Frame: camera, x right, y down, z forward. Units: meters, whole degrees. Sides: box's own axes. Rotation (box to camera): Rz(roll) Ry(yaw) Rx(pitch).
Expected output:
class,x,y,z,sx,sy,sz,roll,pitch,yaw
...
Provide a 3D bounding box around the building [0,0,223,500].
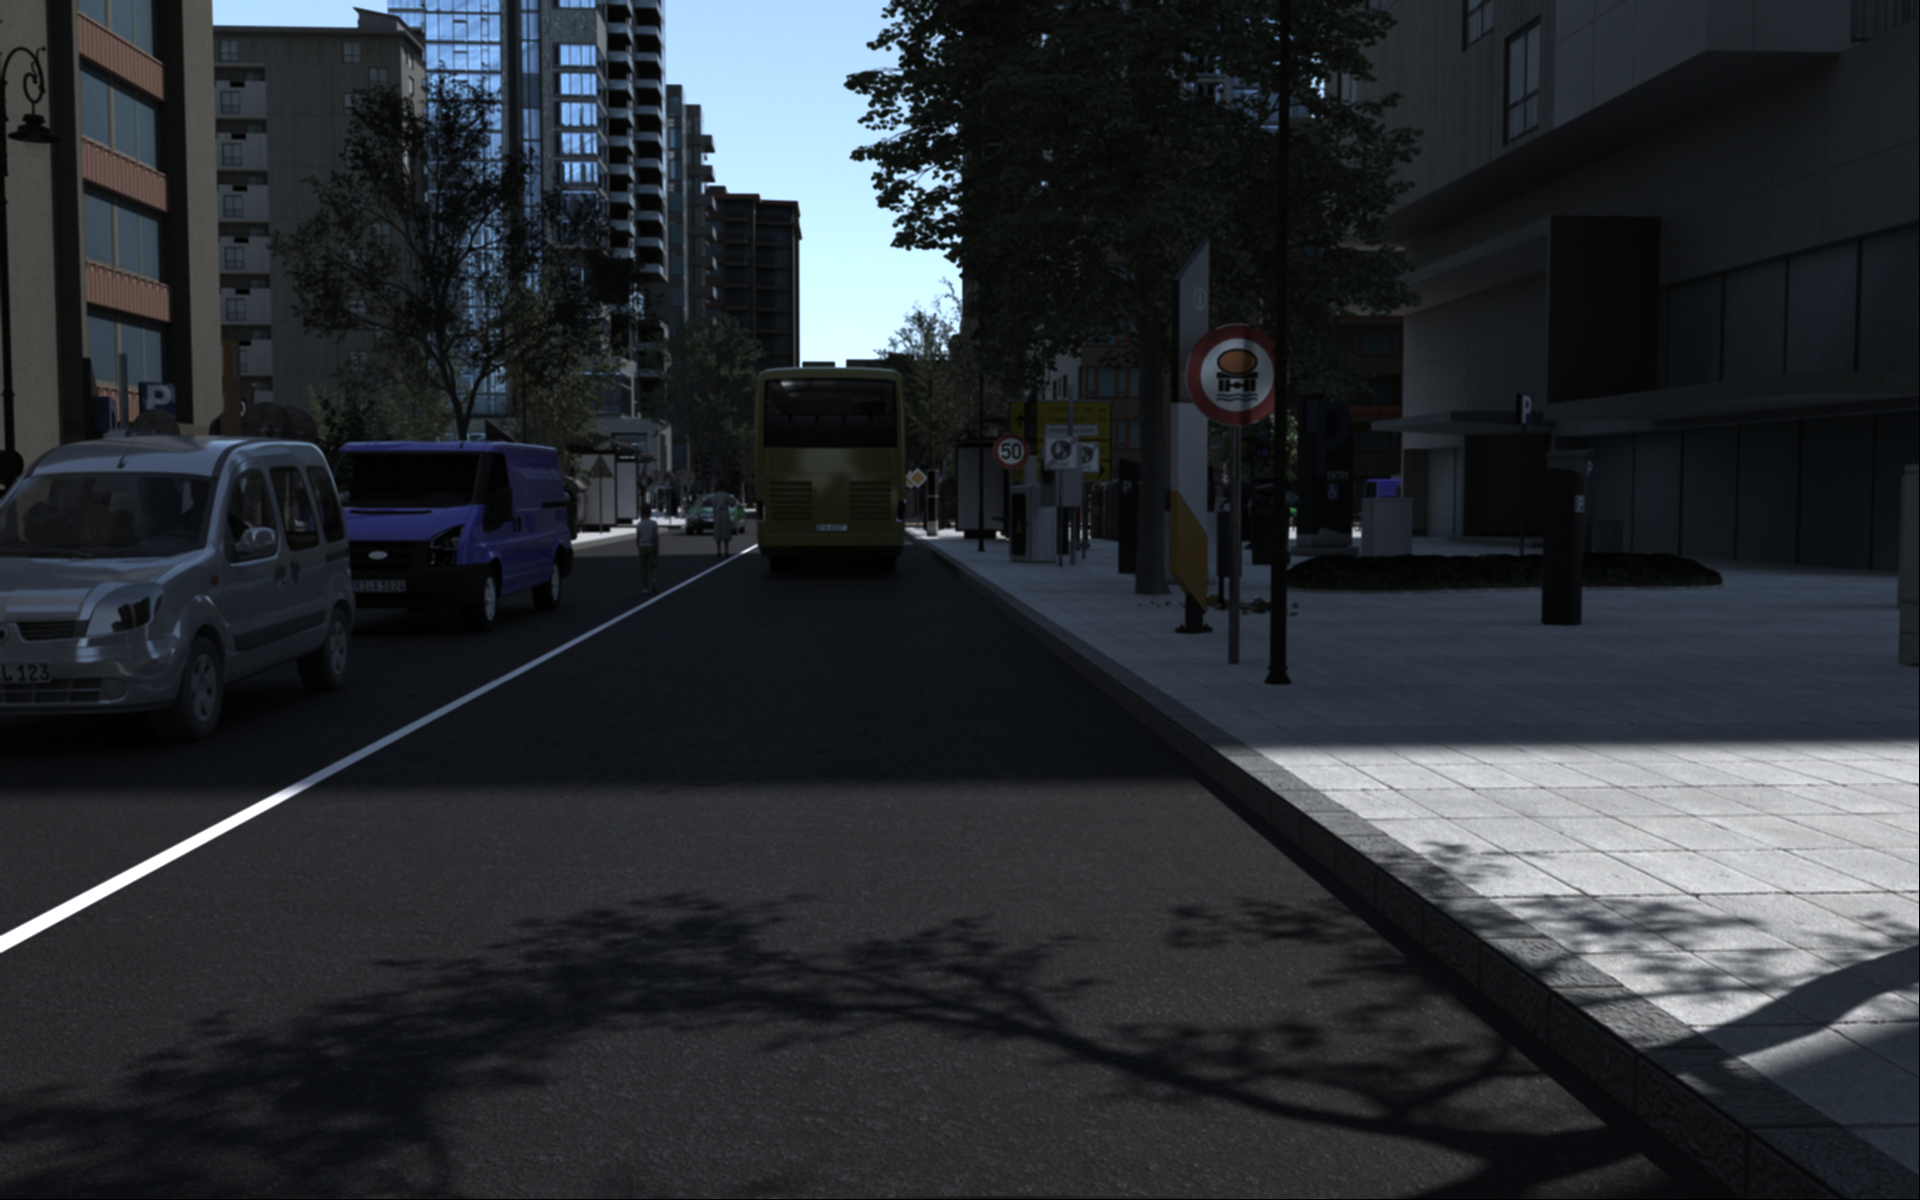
class,x,y,z,sx,sy,sz,roll,pitch,yaw
building,-33.497,-23.746,42.872,28.867,44.769,22.147,0,4,-3

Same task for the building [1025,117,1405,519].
class,x,y,z,sx,sy,sz,roll,pitch,yaw
building,19.437,-15.493,98.347,28.899,21.520,27.650,0,4,-3

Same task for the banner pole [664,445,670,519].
class,x,y,z,sx,sy,sz,roll,pitch,yaw
banner pole,-15.080,-6.049,88.912,0.401,3.779,0.863,0,4,-7

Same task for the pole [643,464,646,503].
class,x,y,z,sx,sy,sz,roll,pitch,yaw
pole,-21.582,-7.625,118.518,0.158,3.312,0.155,0,3,0

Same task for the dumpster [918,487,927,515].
class,x,y,z,sx,sy,sz,roll,pitch,yaw
dumpster,-1.955,-6.121,105.832,1.264,1.857,1.865,0,4,-3

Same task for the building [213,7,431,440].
class,x,y,z,sx,sy,sz,roll,pitch,yaw
building,-72.754,-37.151,196.665,27.495,52.752,28.713,0,4,-3

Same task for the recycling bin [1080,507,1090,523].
class,x,y,z,sx,sy,sz,roll,pitch,yaw
recycling bin,5.515,-3.995,77.878,0.722,1.027,0.722,-1,4,-21

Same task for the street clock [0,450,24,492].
class,x,y,z,sx,sy,sz,roll,pitch,yaw
street clock,-15.655,-1.463,28.491,0.358,2.002,0.471,1,4,19

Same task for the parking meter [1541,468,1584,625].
class,x,y,z,sx,sy,sz,roll,pitch,yaw
parking meter,5.936,-0.529,17.052,0.372,1.533,0.369,0,3,0

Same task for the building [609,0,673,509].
class,x,y,z,sx,sy,sz,roll,pitch,yaw
building,-37.764,-51.822,159.964,22.319,86.520,31.000,0,4,-3

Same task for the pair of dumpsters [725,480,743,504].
class,x,y,z,sx,sy,sz,roll,pitch,yaw
pair of dumpsters,-16.133,-7.292,121.711,1.574,2.255,4.437,0,4,-3

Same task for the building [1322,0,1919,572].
class,x,y,z,sx,sy,sz,roll,pitch,yaw
building,25.103,-27.520,39.184,28.713,52.752,27.495,0,4,-3

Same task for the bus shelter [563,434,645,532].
class,x,y,z,sx,sy,sz,roll,pitch,yaw
bus shelter,-12.529,-4.100,60.952,2.014,3.302,5.546,0,4,-4

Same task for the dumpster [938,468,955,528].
class,x,y,z,sx,sy,sz,roll,pitch,yaw
dumpster,-0.079,-3.839,65.259,1.502,2.255,1.985,0,4,-4

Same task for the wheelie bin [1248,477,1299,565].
class,x,y,z,sx,sy,sz,roll,pitch,yaw
wheelie bin,5.673,-1.445,31.526,0.980,1.594,0.693,2,4,25

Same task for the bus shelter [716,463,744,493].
class,x,y,z,sx,sy,sz,roll,pitch,yaw
bus shelter,-17.703,-8.711,133.709,1.731,3.624,6.357,0,4,-3

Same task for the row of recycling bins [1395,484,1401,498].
class,x,y,z,sx,sy,sz,roll,pitch,yaw
row of recycling bins,16.717,-3.412,62.901,1.069,1.692,3.534,3,4,36

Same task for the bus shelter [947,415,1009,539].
class,x,y,z,sx,sy,sz,roll,pitch,yaw
bus shelter,0.800,-3.269,47.378,2.014,3.302,5.546,0,4,-3

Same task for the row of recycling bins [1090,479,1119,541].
class,x,y,z,sx,sy,sz,roll,pitch,yaw
row of recycling bins,4.462,-2.539,48.629,1.069,1.692,3.534,-1,4,-9

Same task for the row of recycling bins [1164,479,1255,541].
class,x,y,z,sx,sy,sz,roll,pitch,yaw
row of recycling bins,7.274,-2.499,47.967,3.534,1.692,1.069,2,4,32

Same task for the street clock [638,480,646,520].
class,x,y,z,sx,sy,sz,roll,pitch,yaw
street clock,-14.837,-4.672,80.961,0.471,2.002,0.358,-1,4,-14

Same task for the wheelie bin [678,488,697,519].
class,x,y,z,sx,sy,sz,roll,pitch,yaw
wheelie bin,-14.085,-5.049,90.462,0.693,1.594,0.980,-2,4,-28

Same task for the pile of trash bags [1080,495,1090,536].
class,x,y,z,sx,sy,sz,roll,pitch,yaw
pile of trash bags,4.843,-2.751,54.729,3.447,1.369,1.912,-3,5,-42

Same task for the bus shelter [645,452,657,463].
class,x,y,z,sx,sy,sz,roll,pitch,yaw
bus shelter,-14.533,-4.996,75.613,2.014,3.302,5.546,0,4,-3

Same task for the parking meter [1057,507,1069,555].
class,x,y,z,sx,sy,sz,roll,pitch,yaw
parking meter,2.122,-1.729,36.687,0.372,1.533,0.369,0,3,0

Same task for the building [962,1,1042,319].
class,x,y,z,sx,sy,sz,roll,pitch,yaw
building,8.864,-46.925,205.482,20.563,71.187,20.611,0,4,-3

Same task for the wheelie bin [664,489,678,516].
class,x,y,z,sx,sy,sz,roll,pitch,yaw
wheelie bin,-17.237,-5.859,103.703,0.693,1.594,0.980,3,4,38

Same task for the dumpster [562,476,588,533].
class,x,y,z,sx,sy,sz,roll,pitch,yaw
dumpster,-13.009,-3.133,56.985,1.264,1.857,1.865,0,4,-4

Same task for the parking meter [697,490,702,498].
class,x,y,z,sx,sy,sz,roll,pitch,yaw
parking meter,-17.694,-6.692,117.824,0.372,1.533,0.369,0,3,0

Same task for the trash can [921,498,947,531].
class,x,y,z,sx,sy,sz,roll,pitch,yaw
trash can,-0.958,-2.923,59.444,0.748,1.137,0.748,0,3,0

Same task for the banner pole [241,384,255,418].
class,x,y,z,sx,sy,sz,roll,pitch,yaw
banner pole,-16.148,-3.005,39.150,0.401,3.779,0.863,2,4,28

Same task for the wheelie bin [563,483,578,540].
class,x,y,z,sx,sy,sz,roll,pitch,yaw
wheelie bin,-11.051,-2.470,48.299,0.693,1.594,0.980,-2,4,-27

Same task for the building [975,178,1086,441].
class,x,y,z,sx,sy,sz,roll,pitch,yaw
building,8.245,-23.753,160.063,14.160,30.474,14.107,0,4,-3

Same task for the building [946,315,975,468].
class,x,y,z,sx,sy,sz,roll,pitch,yaw
building,13.382,-20.641,182.520,27.650,21.520,28.899,0,4,-3

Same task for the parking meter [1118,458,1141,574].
class,x,y,z,sx,sy,sz,roll,pitch,yaw
parking meter,2.780,-1.362,27.975,0.399,1.863,0.255,3,5,40

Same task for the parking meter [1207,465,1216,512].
class,x,y,z,sx,sy,sz,roll,pitch,yaw
parking meter,4.324,-1.531,30.746,0.399,1.863,0.255,0,4,3

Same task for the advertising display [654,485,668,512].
class,x,y,z,sx,sy,sz,roll,pitch,yaw
advertising display,-21.437,-7.274,124.137,0.974,1.923,0.123,0,4,-7

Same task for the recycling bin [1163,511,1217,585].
class,x,y,z,sx,sy,sz,roll,pitch,yaw
recycling bin,3.282,-0.755,24.901,0.722,1.027,0.722,1,4,18

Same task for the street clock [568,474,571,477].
class,x,y,z,sx,sy,sz,roll,pitch,yaw
street clock,-14.080,-3.570,62.936,0.358,2.002,0.471,0,4,0

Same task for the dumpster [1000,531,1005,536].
class,x,y,z,sx,sy,sz,roll,pitch,yaw
dumpster,0.880,-2.818,51.826,1.264,1.857,1.865,0,4,-3

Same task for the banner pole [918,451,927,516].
class,x,y,z,sx,sy,sz,roll,pitch,yaw
banner pole,-2.218,-6.803,101.250,0.863,3.779,0.401,-3,5,-44

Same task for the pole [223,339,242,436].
class,x,y,z,sx,sy,sz,roll,pitch,yaw
pole,-9.595,-1.778,22.906,0.158,3.312,0.155,0,3,0

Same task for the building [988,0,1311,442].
class,x,y,z,sx,sy,sz,roll,pitch,yaw
building,14.455,-50.121,132.150,22.319,86.520,31.000,0,4,-3

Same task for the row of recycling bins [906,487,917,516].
class,x,y,z,sx,sy,sz,roll,pitch,yaw
row of recycling bins,-3.136,-5.910,103.734,1.069,1.692,3.534,0,4,-5

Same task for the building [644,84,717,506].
class,x,y,z,sx,sy,sz,roll,pitch,yaw
building,-44.023,-35.599,201.650,30.456,49.044,23.786,0,4,-3
